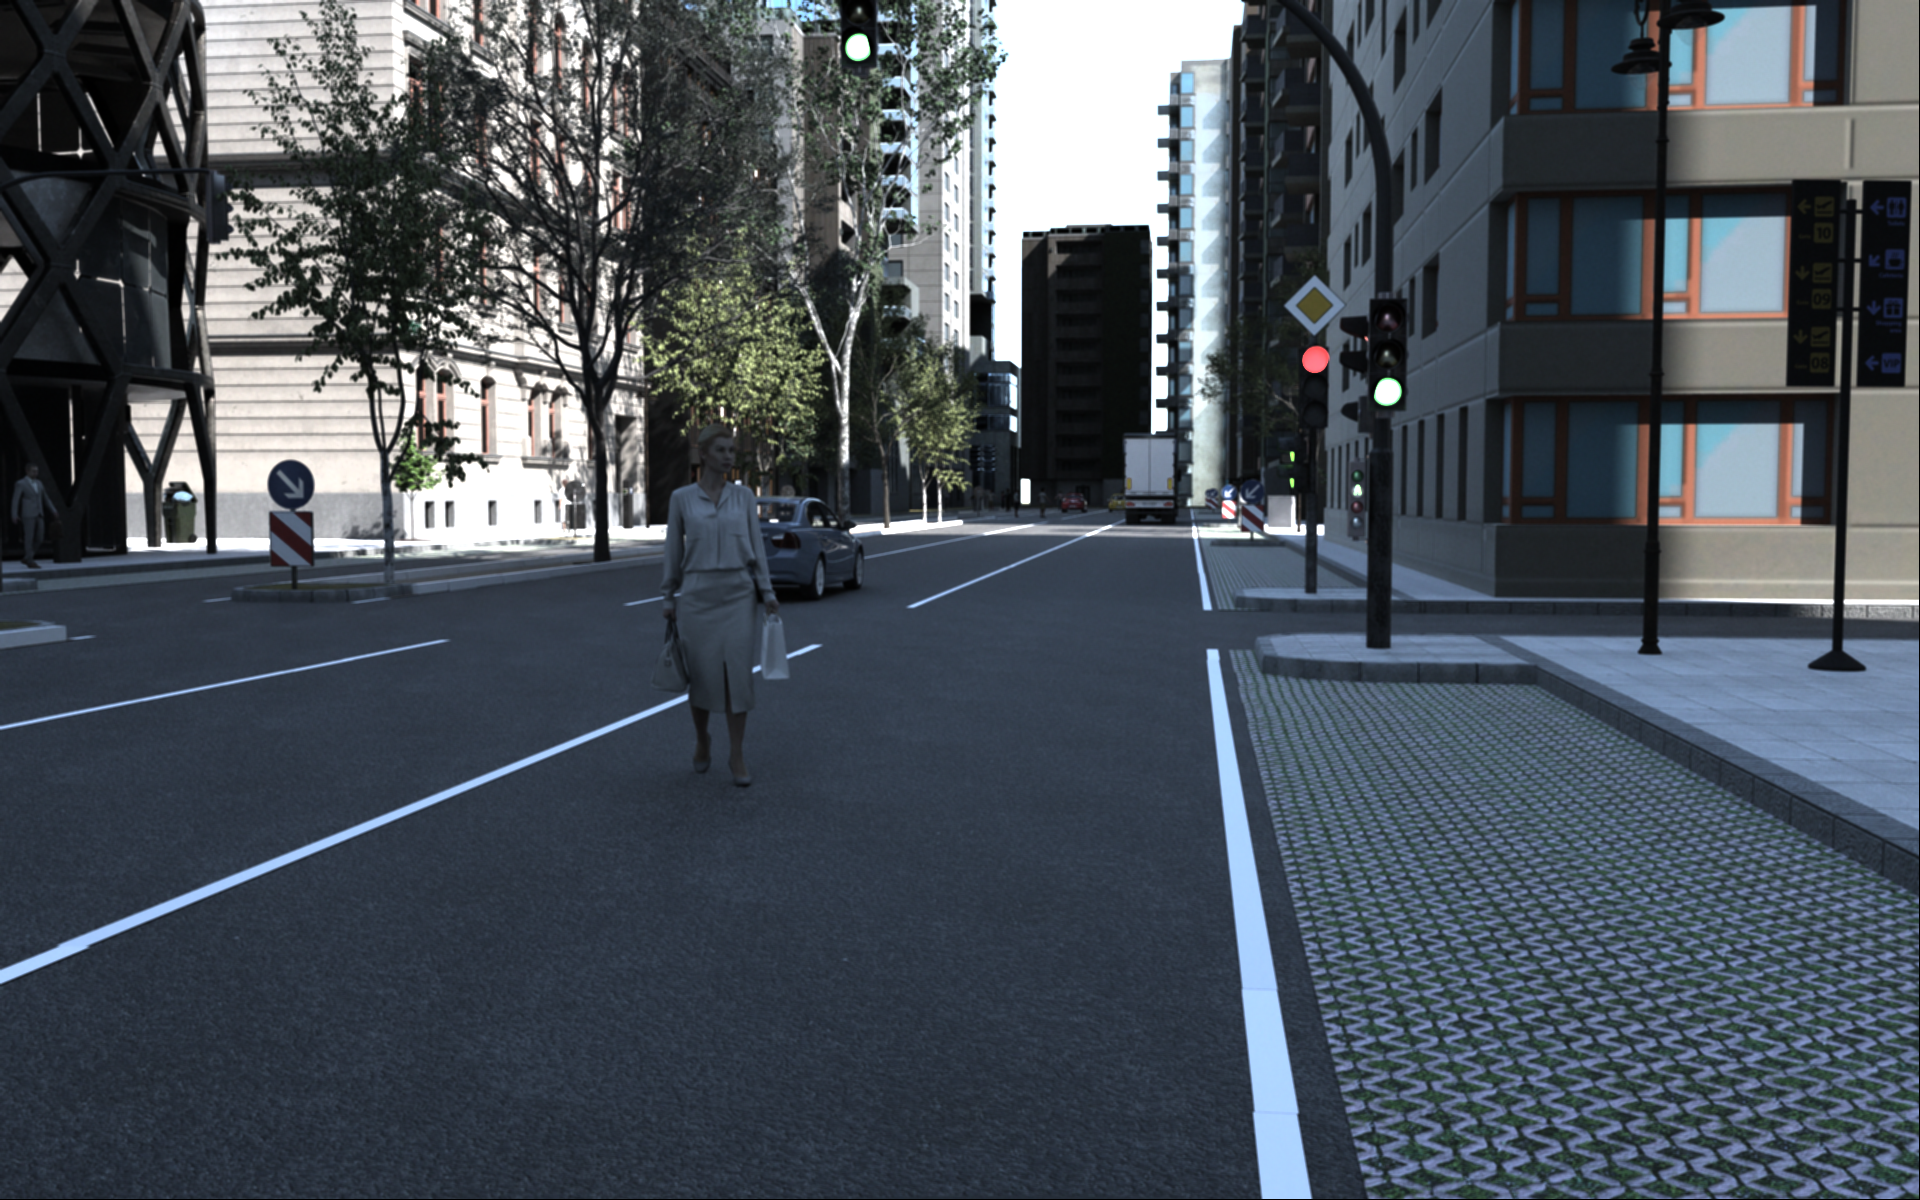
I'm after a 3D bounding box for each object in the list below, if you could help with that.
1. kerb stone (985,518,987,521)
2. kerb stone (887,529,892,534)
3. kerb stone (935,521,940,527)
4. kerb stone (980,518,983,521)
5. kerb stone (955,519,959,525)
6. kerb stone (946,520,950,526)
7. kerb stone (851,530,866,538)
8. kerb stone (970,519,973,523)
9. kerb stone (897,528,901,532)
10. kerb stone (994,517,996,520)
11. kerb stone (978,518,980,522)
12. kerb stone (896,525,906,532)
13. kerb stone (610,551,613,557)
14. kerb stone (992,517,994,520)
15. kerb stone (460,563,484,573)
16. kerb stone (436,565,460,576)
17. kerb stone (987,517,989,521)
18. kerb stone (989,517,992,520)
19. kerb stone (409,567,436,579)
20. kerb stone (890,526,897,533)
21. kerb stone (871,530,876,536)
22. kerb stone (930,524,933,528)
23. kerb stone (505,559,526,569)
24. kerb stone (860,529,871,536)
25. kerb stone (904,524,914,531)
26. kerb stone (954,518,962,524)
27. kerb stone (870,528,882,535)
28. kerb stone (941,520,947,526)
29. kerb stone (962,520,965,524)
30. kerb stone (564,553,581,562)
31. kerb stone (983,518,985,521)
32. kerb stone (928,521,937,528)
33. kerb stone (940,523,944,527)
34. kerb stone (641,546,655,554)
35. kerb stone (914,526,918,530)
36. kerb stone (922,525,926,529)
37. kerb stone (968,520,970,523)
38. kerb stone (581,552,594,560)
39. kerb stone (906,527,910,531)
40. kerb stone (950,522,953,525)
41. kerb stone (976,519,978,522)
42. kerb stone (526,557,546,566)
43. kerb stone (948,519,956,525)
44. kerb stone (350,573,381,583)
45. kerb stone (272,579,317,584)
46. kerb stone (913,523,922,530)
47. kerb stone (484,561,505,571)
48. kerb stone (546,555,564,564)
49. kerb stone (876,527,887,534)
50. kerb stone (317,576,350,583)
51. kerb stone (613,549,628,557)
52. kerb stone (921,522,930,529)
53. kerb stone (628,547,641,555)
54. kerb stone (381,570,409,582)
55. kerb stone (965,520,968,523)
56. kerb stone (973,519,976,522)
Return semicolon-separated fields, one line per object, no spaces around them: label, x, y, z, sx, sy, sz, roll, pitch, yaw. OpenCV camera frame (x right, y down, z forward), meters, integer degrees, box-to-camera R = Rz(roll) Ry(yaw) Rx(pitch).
kerb stone;1.197;-4.279;92.161;0.120;0.150;1.000;0;4;8
kerb stone;-2.699;-2.475;62.674;0.120;0.150;1.000;0;4;8
kerb stone;-1.093;-3.215;74.880;0.120;0.150;1.000;0;4;8
kerb stone;0.933;-4.155;90.134;0.120;0.150;1.000;0;4;8
kerb stone;-0.281;-3.595;80.981;0.120;0.150;1.000;0;4;8
kerb stone;-0.675;-3.409;77.935;0.120;0.150;1.000;0;4;8
kerb stone;-3.373;-2.165;57.599;0.120;0.150;1.000;0;4;8
kerb stone;0.392;-3.901;86.055;0.120;0.150;1.000;0;4;8
kerb stone;-2.440;-2.600;64.703;0.120;0.150;1.000;0;4;8
kerb stone;1.734;-4.525;96.218;0.120;0.150;1.000;0;4;8
kerb stone;0.798;-4.093;89.110;0.120;0.150;1.000;0;4;8
kerb stone;-2.298;-2.662;65.721;0.120;0.150;1.000;0;4;8
kerb stone;-8.012;-1.001;38.556;0.120;0.150;1.000;0;4;8
kerb stone;1.601;-4.465;95.203;0.120;0.150;1.000;0;4;8
kerb stone;-8.951;-0.566;31.446;0.120;0.150;1.000;0;4;8
kerb stone;-9.089;-0.504;30.433;0.120;0.150;1.000;0;4;8
kerb stone;1.332;-4.341;93.176;0.120;0.150;1.000;0;4;8
kerb stone;1.471;-4.399;94.189;0.120;0.150;1.000;0;4;8
kerb stone;-9.215;-0.442;29.418;0.120;0.150;1.000;0;4;8
kerb stone;-2.569;-2.538;63.688;0.120;0.150;1.000;0;4;8
kerb stone;-3.112;-2.289;59.634;0.120;0.150;1.000;0;4;8
kerb stone;-1.355;-3.096;72.842;0.120;0.150;1.000;0;4;8
kerb stone;-8.686;-0.689;33.485;0.120;0.150;1.000;0;4;8
kerb stone;-3.231;-2.227;58.614;0.120;0.150;1.000;0;4;8
kerb stone;-2.034;-2.781;67.756;0.120;0.150;1.000;0;4;8
kerb stone;-0.147;-3.657;81.994;0.120;0.150;1.000;0;4;8
kerb stone;-2.967;-2.352;60.647;0.120;0.150;1.000;0;4;8
kerb stone;-0.812;-3.347;76.911;0.120;0.150;1.000;0;4;8
kerb stone;-0.006;-3.719;83.008;0.120;0.150;1.000;0;4;8
kerb stone;-8.276;-0.877;36.528;0.120;0.150;1.000;0;4;8
kerb stone;1.062;-4.217;91.148;0.120;0.150;1.000;0;4;8
kerb stone;-1.226;-3.158;73.856;0.120;0.150;1.000;0;4;8
kerb stone;-0.955;-3.284;75.893;0.120;0.150;1.000;0;4;8
kerb stone;-7.611;-1.187;41.611;0.120;0.150;1.000;0;4;8
kerb stone;-1.897;-2.849;68.781;0.120;0.150;1.000;0;4;8
kerb stone;-1.626;-2.974;70.814;0.120;0.150;1.000;0;4;8
kerb stone;0.261;-3.843;85.035;0.120;0.150;1.000;0;4;8
kerb stone;-8.140;-0.939;37.541;0.120;0.150;1.000;0;4;8
kerb stone;-2.159;-2.724;66.736;0.120;0.150;1.000;0;4;8
kerb stone;-0.547;-3.471;78.949;0.120;0.150;1.000;0;4;8
kerb stone;0.659;-4.030;88.090;0.120;0.150;1.000;0;4;8
kerb stone;-8.539;-0.752;34.497;0.120;0.150;1.000;0;4;8
kerb stone;-0.415;-3.533;79.963;0.120;0.150;1.000;0;4;8
kerb stone;-9.488;-0.318;27.392;0.120;0.150;1.000;0;4;8
kerb stone;-9.758;-0.191;25.349;0.120;0.150;1.000;0;4;8
kerb stone;-1.754;-2.905;69.800;0.120;0.150;1.000;0;4;8
kerb stone;-8.824;-0.628;32.462;0.120;0.150;1.000;0;4;8
kerb stone;-8.418;-0.804;35.517;0.120;0.150;1.000;0;4;8
kerb stone;-2.837;-2.414;61.661;0.120;0.150;1.000;0;4;8
kerb stone;-9.621;-0.255;26.370;0.120;0.150;1.000;0;4;8
kerb stone;-7.869;-1.057;39.575;0.120;0.150;1.000;0;4;8
kerb stone;-1.486;-3.035;71.827;0.120;0.150;1.000;0;4;8
kerb stone;-7.750;-1.124;40.593;0.120;0.150;1.000;0;4;8
kerb stone;-9.355;-0.376;28.406;0.120;0.150;1.000;0;4;8
kerb stone;0.123;-3.776;84.022;0.120;0.150;1.000;0;4;8
kerb stone;0.533;-3.967;87.070;0.120;0.150;1.000;0;4;8
